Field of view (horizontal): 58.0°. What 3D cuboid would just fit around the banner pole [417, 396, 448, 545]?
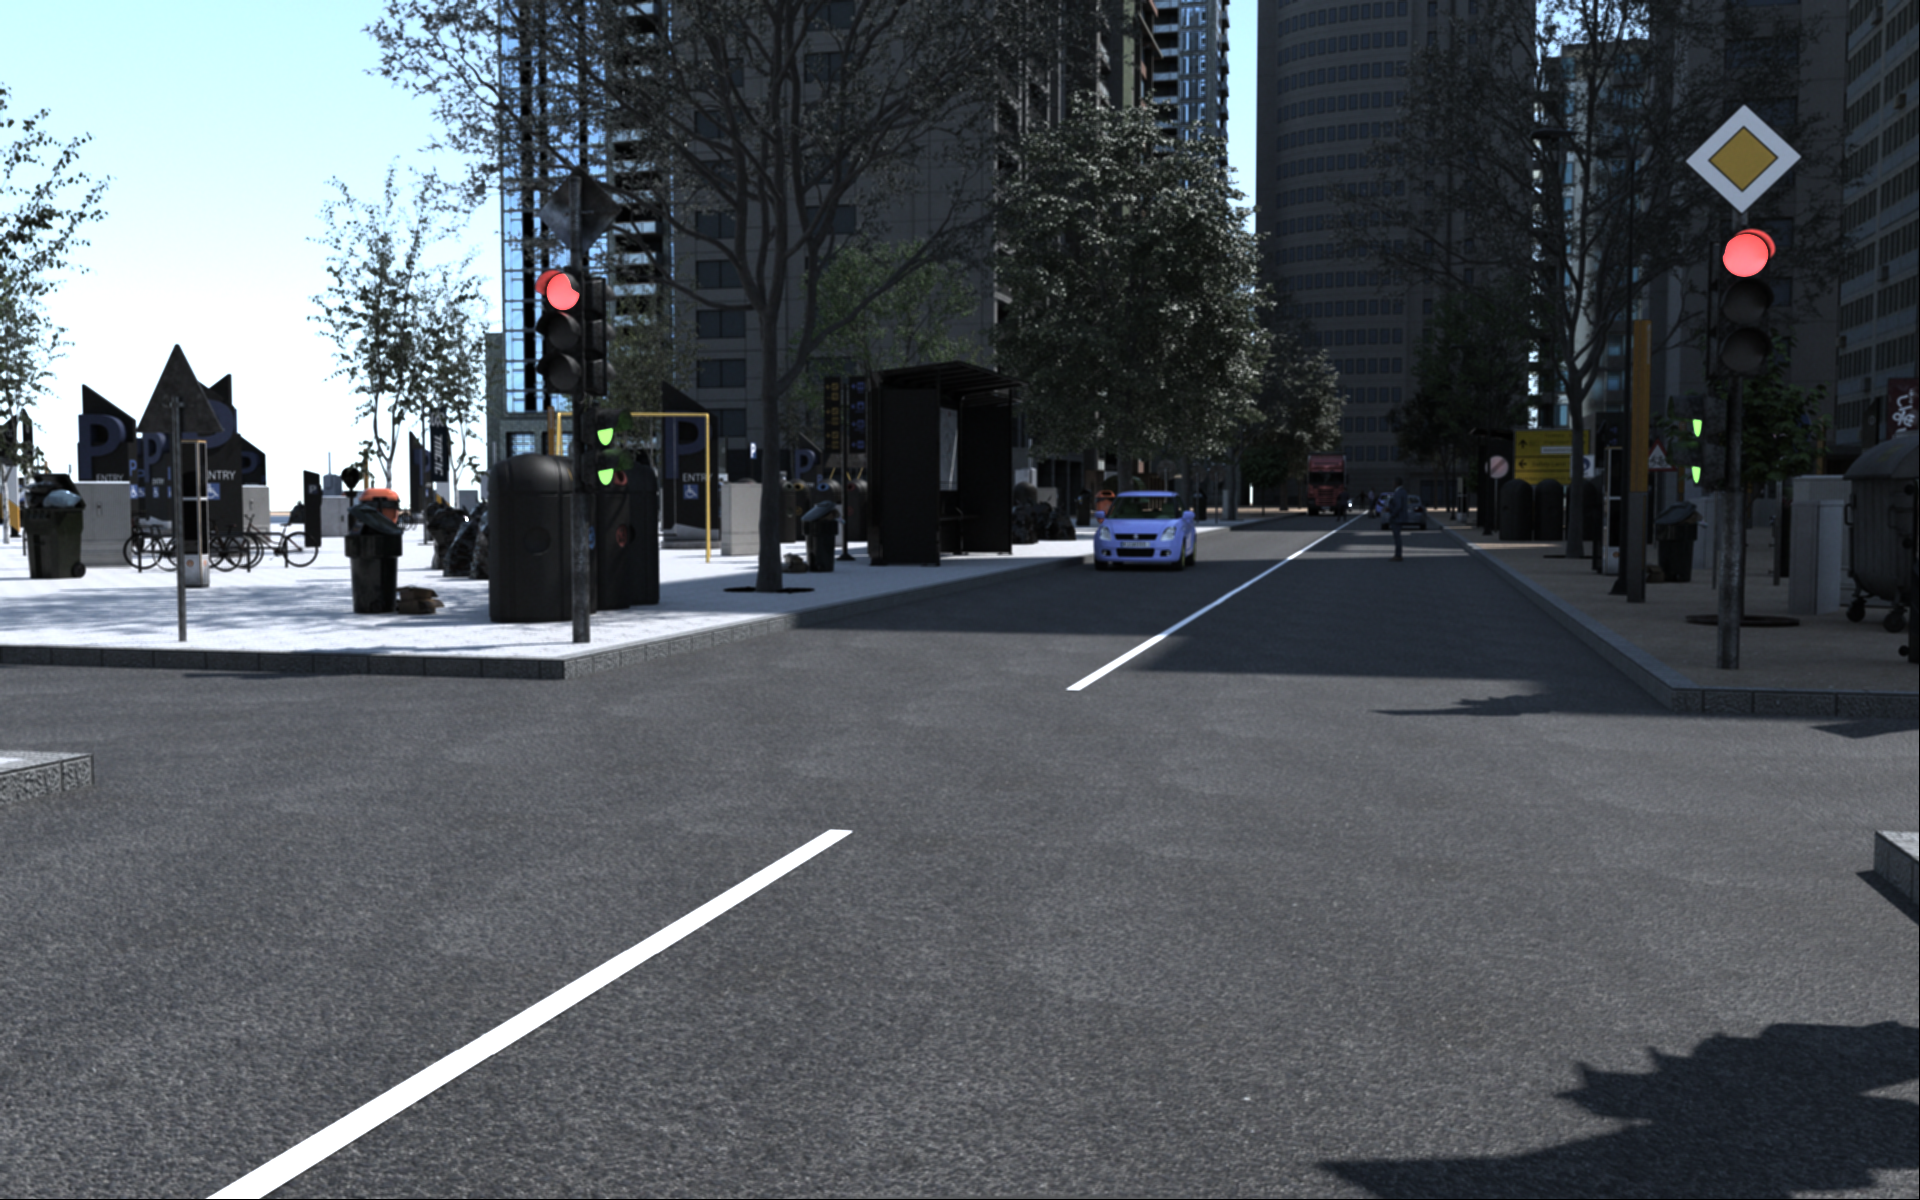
[{"bbox_3d":[-13.331,-3.290,43.805,0.863,3.779,0.401,-3,5,-40],"label":"banner pole"}]

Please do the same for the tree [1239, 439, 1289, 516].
[{"bbox_3d":[17.832,-7.205,101.516,4.285,4.588,4.351,0,3,0],"label":"tree"}]

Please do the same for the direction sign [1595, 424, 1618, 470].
[{"bbox_3d":[20.878,-3.914,55.985,0.379,3.537,0.876,-2,4,-29],"label":"direction sign"}]

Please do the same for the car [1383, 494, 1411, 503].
[{"bbox_3d":[26.131,-5.651,102.616,2.015,1.641,3.980,1,4,13],"label":"car"}]

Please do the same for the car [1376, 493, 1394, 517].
[{"bbox_3d":[27.365,-6.162,110.334,1.945,1.707,3.694,1,4,13],"label":"car"}]

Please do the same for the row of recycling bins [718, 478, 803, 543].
[{"bbox_3d":[-5.974,-2.312,44.916,3.534,1.692,1.069,-2,4,-29],"label":"row of recycling bins"}]

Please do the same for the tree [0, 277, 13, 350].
[{"bbox_3d":[-22.716,-5.318,37.313,4.737,8.622,4.395,0,3,0],"label":"tree"}]

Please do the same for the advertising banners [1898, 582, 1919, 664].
[{"bbox_3d":[7.293,-0.978,12.170,0.090,3.025,2.074,0,4,-3],"label":"advertising banners"}]

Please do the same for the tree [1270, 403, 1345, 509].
[{"bbox_3d":[29.841,-13.241,150.899,8.767,10.594,7.601,3,4,39],"label":"tree"}]

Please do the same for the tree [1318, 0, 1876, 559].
[{"bbox_3d":[12.258,-7.567,34.086,12.009,13.543,11.850,0,3,0],"label":"tree"}]

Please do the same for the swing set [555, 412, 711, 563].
[{"bbox_3d":[-6.415,-2.191,33.442,3.119,2.851,2.862,0,4,-8],"label":"swing set"}]

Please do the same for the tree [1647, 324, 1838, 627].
[{"bbox_3d":[7.625,-1.375,17.089,1.663,3.219,1.824,0,3,0],"label":"tree"}]

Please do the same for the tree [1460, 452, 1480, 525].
[{"bbox_3d":[21.397,-4.719,71.753,1.663,3.219,1.824,0,3,0],"label":"tree"}]

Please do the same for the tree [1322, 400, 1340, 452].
[{"bbox_3d":[32.143,-14.949,162.537,7.486,12.596,7.792,0,3,0],"label":"tree"}]

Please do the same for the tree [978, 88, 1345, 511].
[{"bbox_3d":[5.052,-8.977,53.427,9.857,13.997,8.962,0,3,0],"label":"tree"}]

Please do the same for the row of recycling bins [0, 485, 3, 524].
[{"bbox_3d":[-41.904,-4.096,74.089,1.069,1.692,3.534,1,4,10],"label":"row of recycling bins"}]

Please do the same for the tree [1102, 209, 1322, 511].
[{"bbox_3d":[8.912,-9.253,69.420,7.486,12.596,7.792,0,3,0],"label":"tree"}]

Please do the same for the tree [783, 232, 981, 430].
[{"bbox_3d":[-3.101,-8.659,67.329,9.928,11.665,9.643,0,3,0],"label":"tree"}]

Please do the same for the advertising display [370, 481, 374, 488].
[{"bbox_3d":[-28.524,-4.824,84.088,0.123,1.923,0.974,-1,4,-22],"label":"advertising display"}]

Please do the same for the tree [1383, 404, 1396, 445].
[{"bbox_3d":[34.817,-11.572,123.611,8.767,10.594,7.601,-1,4,-11],"label":"tree"}]

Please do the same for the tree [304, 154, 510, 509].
[{"bbox_3d":[-12.638,-5.398,38.615,4.360,8.622,3.978,0,3,0],"label":"tree"}]

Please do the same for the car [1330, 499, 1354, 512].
[{"bbox_3d":[30.986,-7.881,140.854,2.014,1.417,4.499,1,4,13],"label":"car"}]

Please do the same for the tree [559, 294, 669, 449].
[{"bbox_3d":[-12.571,-6.899,63.155,4.737,8.622,4.395,0,3,0],"label":"tree"}]

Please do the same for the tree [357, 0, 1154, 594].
[{"bbox_3d":[-2.402,-6.856,22.463,12.009,13.543,11.850,0,3,0],"label":"tree"}]

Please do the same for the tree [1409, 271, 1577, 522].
[{"bbox_3d":[24.506,-9.428,79.900,9.928,11.665,9.643,0,3,0],"label":"tree"}]

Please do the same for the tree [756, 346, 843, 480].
[{"bbox_3d":[-8.120,-8.349,86.875,4.360,8.622,3.978,0,3,0],"label":"tree"}]

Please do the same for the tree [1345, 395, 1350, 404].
[{"bbox_3d":[24.894,-13.835,132.853,9.857,13.997,8.962,0,3,0],"label":"tree"}]

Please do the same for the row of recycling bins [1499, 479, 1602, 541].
[{"bbox_3d":[16.709,-2.489,47.809,3.534,1.692,1.069,0,4,-3],"label":"row of recycling bins"}]

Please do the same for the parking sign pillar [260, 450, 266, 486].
[{"bbox_3d":[-32.145,-5.506,78.496,1.447,3.967,1.447,1,4,11],"label":"parking sign pillar"}]

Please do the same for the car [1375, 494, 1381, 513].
[{"bbox_3d":[32.616,-7.491,132.263,2.009,1.686,4.222,1,4,15],"label":"car"}]

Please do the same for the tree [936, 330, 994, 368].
[{"bbox_3d":[-0.279,-7.777,77.522,4.737,8.622,4.395,0,3,0],"label":"tree"}]

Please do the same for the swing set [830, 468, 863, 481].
[{"bbox_3d":[-4.893,-4.967,78.829,2.862,2.851,3.119,1,4,23],"label":"swing set"}]

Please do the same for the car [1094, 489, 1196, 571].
[{"bbox_3d":[3.621,-1.469,33.606,1.945,1.707,3.694,1,4,12],"label":"car"}]

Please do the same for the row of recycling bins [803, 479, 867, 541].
[{"bbox_3d":[-3.245,-2.463,47.391,3.534,1.692,1.069,1,4,20],"label":"row of recycling bins"}]

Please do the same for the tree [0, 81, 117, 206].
[{"bbox_3d":[-13.896,-4.447,23.069,4.360,8.622,3.978,0,3,0],"label":"tree"}]

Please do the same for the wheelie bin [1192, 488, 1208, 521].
[{"bbox_3d":[11.616,-4.648,83.906,0.693,1.594,0.980,0,4,-2],"label":"wheelie bin"}]

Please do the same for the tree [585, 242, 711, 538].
[{"bbox_3d":[-8.996,-6.096,50.032,4.360,8.622,3.978,0,3,0],"label":"tree"}]

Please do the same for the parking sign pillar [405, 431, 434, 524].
[{"bbox_3d":[-23.218,-5.272,74.667,1.447,3.967,1.447,1,4,11],"label":"parking sign pillar"}]

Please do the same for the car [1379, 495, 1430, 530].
[{"bbox_3d":[17.968,-3.550,70.050,2.014,1.417,4.499,1,4,15],"label":"car"}]

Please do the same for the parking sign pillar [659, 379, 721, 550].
[{"bbox_3d":[-6.322,-3.191,40.644,1.447,3.967,1.447,0,4,-7],"label":"parking sign pillar"}]

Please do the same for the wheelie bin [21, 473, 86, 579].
[{"bbox_3d":[-13.784,-1.128,26.359,0.980,1.594,0.693,1,4,17],"label":"wheelie bin"}]

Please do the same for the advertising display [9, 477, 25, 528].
[{"bbox_3d":[-35.939,-3.729,66.180,0.974,1.923,0.123,0,4,-2],"label":"advertising display"}]

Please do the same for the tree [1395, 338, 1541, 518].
[{"bbox_3d":[27.829,-9.746,93.751,7.601,10.594,8.767,1,4,16],"label":"tree"}]

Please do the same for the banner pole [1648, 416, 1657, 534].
[{"bbox_3d":[21.979,-3.980,55.097,0.401,3.779,0.863,3,5,44],"label":"banner pole"}]

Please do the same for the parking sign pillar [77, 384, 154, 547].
[{"bbox_3d":[-20.789,-3.289,42.246,1.447,3.967,1.447,0,4,5],"label":"parking sign pillar"}]

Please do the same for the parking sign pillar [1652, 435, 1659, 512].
[{"bbox_3d":[31.396,-5.566,79.470,1.447,3.967,1.447,-1,4,-23],"label":"parking sign pillar"}]

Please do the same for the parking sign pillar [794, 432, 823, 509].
[{"bbox_3d":[-6.557,-5.295,75.045,1.447,3.967,1.447,3,4,37],"label":"parking sign pillar"}]

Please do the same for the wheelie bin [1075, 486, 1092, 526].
[{"bbox_3d":[4.973,-3.781,69.721,0.693,1.594,0.980,0,4,2],"label":"wheelie bin"}]

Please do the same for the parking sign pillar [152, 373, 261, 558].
[{"bbox_3d":[-15.431,-2.873,35.453,1.447,3.967,1.447,3,5,44],"label":"parking sign pillar"}]

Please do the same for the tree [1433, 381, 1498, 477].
[{"bbox_3d":[31.249,-9.537,106.299,4.360,8.622,3.978,0,3,0],"label":"tree"}]

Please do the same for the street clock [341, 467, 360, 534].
[{"bbox_3d":[-16.241,-2.548,46.233,0.471,2.002,0.358,0,4,-7],"label":"street clock"}]

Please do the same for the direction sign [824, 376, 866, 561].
[{"bbox_3d":[-2.211,-2.533,33.412,0.876,3.537,0.379,1,4,21],"label":"direction sign"}]

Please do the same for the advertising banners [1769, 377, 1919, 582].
[{"bbox_3d":[13.462,-1.842,26.298,2.074,3.025,0.090,1,4,20],"label":"advertising banners"}]
